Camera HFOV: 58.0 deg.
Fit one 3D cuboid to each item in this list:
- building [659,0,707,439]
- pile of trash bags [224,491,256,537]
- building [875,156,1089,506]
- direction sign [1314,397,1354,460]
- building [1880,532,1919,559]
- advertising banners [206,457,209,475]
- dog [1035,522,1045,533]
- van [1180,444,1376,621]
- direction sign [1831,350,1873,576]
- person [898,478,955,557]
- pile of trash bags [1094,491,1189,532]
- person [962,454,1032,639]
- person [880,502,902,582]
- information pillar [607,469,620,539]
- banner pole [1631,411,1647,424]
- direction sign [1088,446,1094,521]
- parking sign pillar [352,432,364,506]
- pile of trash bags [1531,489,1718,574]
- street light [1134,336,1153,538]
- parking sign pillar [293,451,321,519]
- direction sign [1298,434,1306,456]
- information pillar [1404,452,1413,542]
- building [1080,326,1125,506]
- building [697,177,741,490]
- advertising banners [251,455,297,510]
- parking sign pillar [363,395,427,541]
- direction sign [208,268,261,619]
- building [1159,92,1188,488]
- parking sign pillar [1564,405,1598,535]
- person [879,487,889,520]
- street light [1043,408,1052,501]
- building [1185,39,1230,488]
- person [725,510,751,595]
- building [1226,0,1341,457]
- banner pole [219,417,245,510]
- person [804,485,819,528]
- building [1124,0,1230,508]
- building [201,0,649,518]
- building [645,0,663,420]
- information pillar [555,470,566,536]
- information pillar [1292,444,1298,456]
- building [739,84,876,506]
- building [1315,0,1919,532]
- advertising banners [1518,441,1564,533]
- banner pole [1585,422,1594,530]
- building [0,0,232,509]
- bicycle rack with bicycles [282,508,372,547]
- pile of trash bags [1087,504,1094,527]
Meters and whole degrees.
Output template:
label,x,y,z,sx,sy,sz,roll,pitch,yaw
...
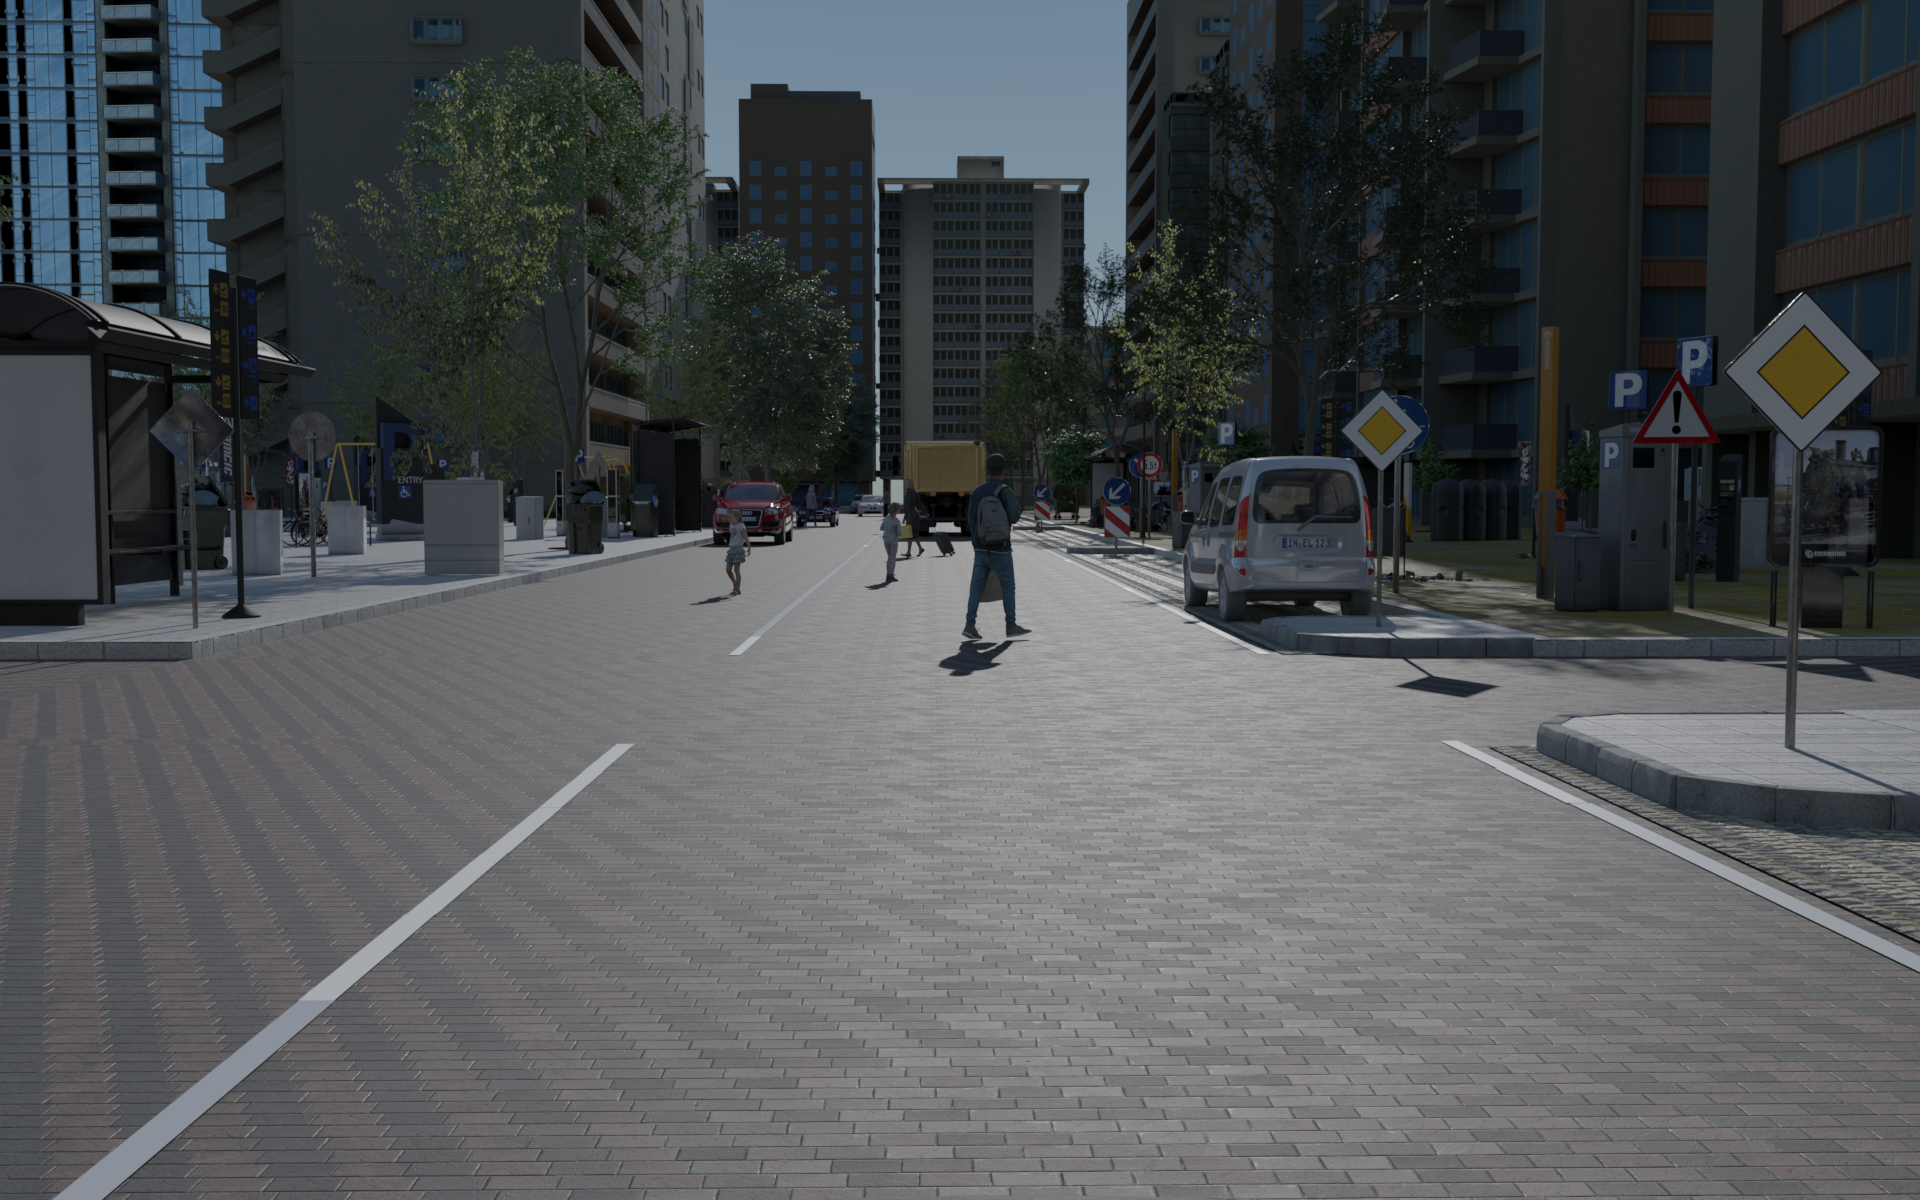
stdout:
label,x,y,z,sx,sy,sz,roll,pitch,yaw
building,-35.538,-33.806,141.962,27.495,52.752,28.713,0,4,-1
pile of trash bags,-22.245,-2.559,51.594,1.912,1.369,3.447,1,4,16
building,2.325,-31.185,201.750,23.993,40.220,32.217,0,4,-1
direction sign,8.873,-2.988,40.854,0.876,3.537,0.379,3,5,44
building,31.284,-23.380,36.886,28.867,44.769,22.147,0,4,-1
advertising banners,-23.894,-3.582,54.748,0.090,3.025,2.074,-2,4,-31
dog,2.970,-2.655,63.600,0.748,0.427,0.550,-3,5,-41
van,3.728,-0.841,20.764,2.013,2.044,4.112,0,4,-1
direction sign,13.951,-2.150,27.155,0.876,3.537,0.379,-2,4,-26
person,-0.790,-1.902,39.816,1.509,1.804,0.699,-2,4,-29
pile of trash bags,6.573,-3.026,59.225,1.912,1.369,3.447,-3,5,-39
person,0.306,-0.521,17.002,0.713,1.824,0.794,-3,4,-36
person,-1.112,-0.954,28.373,0.425,1.301,0.394,1,4,21
information pillar,-10.003,-2.782,49.980,0.304,2.012,0.304,0,4,5
banner pole,20.650,-3.837,52.750,0.401,3.779,0.863,-1,4,-19
direction sign,6.146,-5.448,81.064,0.876,3.537,0.379,3,5,44
parking sign pillar,-25.736,-5.321,75.465,1.447,3.967,1.447,3,5,39
pile of trash bags,11.405,-1.200,29.374,3.447,1.369,1.912,3,4,38
street light,5.402,-4.770,50.781,0.468,5.910,1.993,0,4,-1
parking sign pillar,-33.773,-6.186,89.614,1.447,3.967,1.447,-3,5,-43
direction sign,13.097,-4.464,64.989,0.876,3.537,0.379,2,4,35
information pillar,11.923,-3.347,46.076,0.183,3.616,0.504,0,4,-1
building,28.807,-21.750,200.644,28.899,21.520,27.650,0,4,-1
building,-36.435,-31.125,200.770,23.993,40.220,32.217,0,4,-1
advertising banners,-30.930,-5.005,78.016,2.074,3.025,0.090,-2,4,-25
parking sign pillar,-15.346,-3.617,47.610,1.447,3.967,1.447,-3,4,-37
direction sign,-7.468,-1.584,17.895,0.379,3.537,0.876,0,4,6
building,21.560,-21.807,128.242,14.160,30.474,14.107,0,4,-1
parking sign pillar,18.849,-3.949,53.034,1.447,3.967,1.447,2,4,30
person,-4.122,-5.320,95.467,0.705,1.826,1.348,1,4,16
street light,4.624,-7.245,91.249,0.468,5.910,1.993,0,4,-1
building,23.219,-20.947,114.189,14.160,30.474,14.107,0,4,-1
person,-3.121,-0.681,24.655,0.505,1.210,0.382,3,5,40
building,23.567,-27.492,99.613,14.600,45.320,14.200,0,4,-1
banner pole,-19.041,-3.388,45.419,0.863,3.779,0.401,0,4,6
person,-6.281,-3.909,72.587,0.728,1.800,0.709,-3,5,-44
building,25.767,-31.935,145.840,21.300,48.544,21.600,0,4,-1
building,-30.739,-29.210,101.278,21.300,48.544,21.600,0,4,-1
building,-28.607,-28.698,119.317,14.600,45.320,14.200,0,4,-1
information pillar,-12.162,-2.970,53.049,0.304,2.012,0.304,2,4,31
information pillar,15.683,-5.501,81.292,0.183,3.616,0.504,-1,4,-14
building,-16.608,-33.182,192.640,14.200,45.320,14.600,0,4,-1
building,28.163,-25.851,77.294,22.147,44.769,28.867,0,4,-1
advertising banners,18.965,-3.671,56.211,0.090,3.025,2.074,-3,4,-38
banner pole,21.711,-4.276,59.922,0.863,3.779,0.401,-3,5,-41
building,-65.866,-50.751,142.444,31.000,86.520,22.319,0,4,-1
bicycle rack with bicycles,-15.962,-1.808,42.946,2.925,0.926,2.852,-2,4,-33
pile of trash bags,5.807,-3.496,66.907,1.912,1.369,3.447,1,4,11
